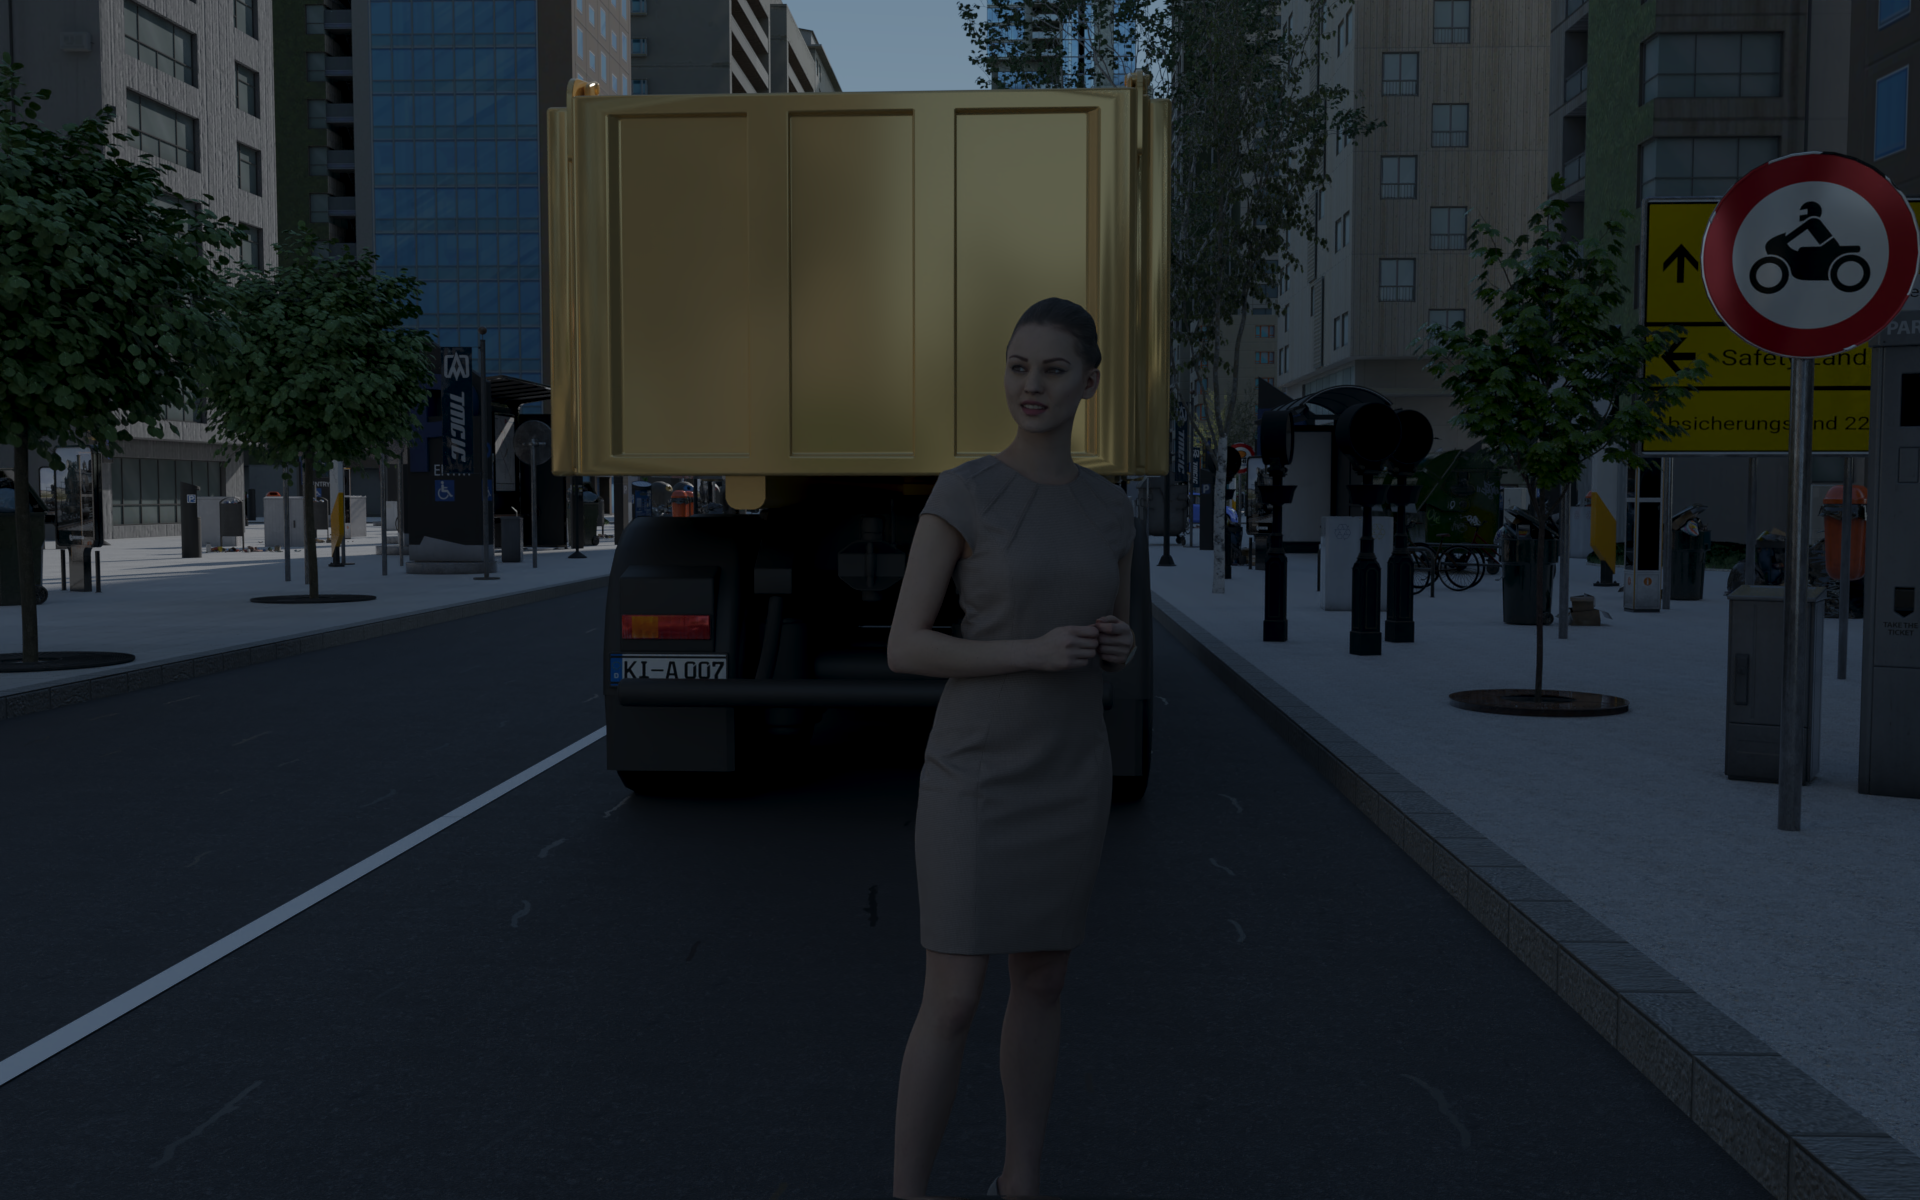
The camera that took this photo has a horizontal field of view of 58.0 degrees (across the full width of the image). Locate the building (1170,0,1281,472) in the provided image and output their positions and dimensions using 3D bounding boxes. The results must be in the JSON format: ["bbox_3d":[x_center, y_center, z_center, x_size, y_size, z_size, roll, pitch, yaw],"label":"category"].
[{"bbox_3d":[33.734,-46.889,204.894,20.563,71.187,20.611,0,4,2],"label":"building"}]

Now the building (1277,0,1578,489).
[{"bbox_3d":[34.304,-31.514,104.494,27.495,52.752,28.713,0,4,2],"label":"building"}]

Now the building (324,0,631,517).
[{"bbox_3d":[-27.543,-27.566,100.809,14.600,45.320,14.200,0,4,2],"label":"building"}]

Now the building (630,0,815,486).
[{"bbox_3d":[-25.748,-33.218,166.821,21.300,48.544,21.600,0,4,2],"label":"building"}]

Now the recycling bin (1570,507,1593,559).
[{"bbox_3d":[12.582,-1.359,34.771,0.722,1.027,0.722,-1,4,-14],"label":"recycling bin"}]

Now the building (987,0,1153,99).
[{"bbox_3d":[15.801,-58.012,261.170,31.000,86.520,22.319,0,4,2],"label":"building"}]

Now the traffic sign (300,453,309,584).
[{"bbox_3d":[-9.282,-1.502,24.554,0.884,2.594,0.081,0,4,4],"label":"traffic sign"}]

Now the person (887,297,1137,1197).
[{"bbox_3d":[0.108,0.351,3.098,0.599,1.781,0.374,-2,4,-27],"label":"person"}]

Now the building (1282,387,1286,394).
[{"bbox_3d":[32.148,-29.294,129.064,14.600,45.320,14.200,0,4,2],"label":"building"}]

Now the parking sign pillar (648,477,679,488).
[{"bbox_3d":[-11.191,-4.703,65.367,1.447,3.967,1.447,3,4,37],"label":"parking sign pillar"}]

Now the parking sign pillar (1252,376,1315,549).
[{"bbox_3d":[7.382,-3.115,39.400,1.447,3.967,1.447,2,4,25],"label":"parking sign pillar"}]

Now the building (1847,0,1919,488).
[{"bbox_3d":[24.301,-23.007,26.269,14.600,45.320,14.200,0,4,2],"label":"building"}]

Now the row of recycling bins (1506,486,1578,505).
[{"bbox_3d":[29.228,-4.917,87.505,3.534,1.692,1.069,2,4,24],"label":"row of recycling bins"}]

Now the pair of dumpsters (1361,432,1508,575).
[{"bbox_3d":[8.007,-1.651,29.480,1.574,2.255,4.437,0,4,2],"label":"pair of dumpsters"}]

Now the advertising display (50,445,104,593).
[{"bbox_3d":[-11.577,-1.073,22.752,0.974,1.923,0.123,2,4,35],"label":"advertising display"}]

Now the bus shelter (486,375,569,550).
[{"bbox_3d":[-9.753,-2.812,37.265,1.731,3.624,6.357,0,4,2],"label":"bus shelter"}]

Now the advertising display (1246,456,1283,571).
[{"bbox_3d":[5.101,-1.459,29.068,0.123,1.923,0.974,-1,4,-21],"label":"advertising display"}]

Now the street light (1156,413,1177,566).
[{"bbox_3d":[3.140,-3.558,30.716,1.470,5.913,1.316,0,4,2],"label":"street light"}]

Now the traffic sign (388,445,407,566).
[{"bbox_3d":[-9.936,-1.880,30.750,0.884,2.594,0.081,0,4,7],"label":"traffic sign"}]

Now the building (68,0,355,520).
[{"bbox_3d":[-40.938,-20.172,101.519,14.107,30.474,14.160,0,4,2],"label":"building"}]

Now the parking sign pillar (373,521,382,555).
[{"bbox_3d":[-11.714,-2.959,36.849,1.447,3.967,1.447,-2,4,-24],"label":"parking sign pillar"}]

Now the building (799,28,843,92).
[{"bbox_3d":[-28.194,-37.569,203.487,27.495,52.752,28.713,0,4,2],"label":"building"}]

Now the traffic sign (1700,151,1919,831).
[{"bbox_3d":[3.172,-0.394,6.548,0.768,2.556,0.104,1,4,10],"label":"traffic sign"}]

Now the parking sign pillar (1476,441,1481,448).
[{"bbox_3d":[25.211,-5.964,85.976,1.447,3.967,1.447,1,4,23],"label":"parking sign pillar"}]

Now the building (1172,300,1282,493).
[{"bbox_3d":[37.352,-20.562,181.223,27.650,21.520,28.899,0,4,2],"label":"building"}]

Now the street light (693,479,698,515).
[{"bbox_3d":[-5.526,-4.101,39.600,1.470,5.913,1.316,0,4,2],"label":"street light"}]

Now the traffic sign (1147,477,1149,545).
[{"bbox_3d":[4.561,-2.441,42.035,0.606,2.300,0.079,0,4,4],"label":"traffic sign"}]

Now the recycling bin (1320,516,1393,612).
[{"bbox_3d":[4.401,-0.409,19.249,0.722,1.027,0.722,0,4,7],"label":"recycling bin"}]

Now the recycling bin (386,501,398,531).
[{"bbox_3d":[-19.750,-2.958,60.913,0.722,1.027,0.722,0,4,8],"label":"recycling bin"}]

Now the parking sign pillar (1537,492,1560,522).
[{"bbox_3d":[23.112,-4.818,67.242,1.447,3.967,1.447,0,4,-1],"label":"parking sign pillar"}]

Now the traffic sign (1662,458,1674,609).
[{"bbox_3d":[7.867,-1.169,19.218,0.768,2.556,0.104,1,4,11],"label":"traffic sign"}]

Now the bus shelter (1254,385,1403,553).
[{"bbox_3d":[7.280,-2.505,34.876,2.014,3.302,5.546,0,4,2],"label":"bus shelter"}]

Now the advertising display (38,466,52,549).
[{"bbox_3d":[-20.879,-2.147,40.313,0.974,1.923,0.123,-2,4,-28],"label":"advertising display"}]

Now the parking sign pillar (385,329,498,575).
[{"bbox_3d":[-8.297,-2.428,28.163,1.447,3.967,1.447,1,4,12],"label":"parking sign pillar"}]

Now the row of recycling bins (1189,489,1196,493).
[{"bbox_3d":[18.987,-8.086,139.311,3.534,1.692,1.069,-1,4,-10],"label":"row of recycling bins"}]

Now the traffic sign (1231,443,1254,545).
[{"bbox_3d":[6.955,-2.625,43.026,0.768,2.556,0.104,0,4,7],"label":"traffic sign"}]

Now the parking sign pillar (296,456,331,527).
[{"bbox_3d":[-25.199,-4.843,67.660,1.447,3.967,1.447,-2,4,-33],"label":"parking sign pillar"}]

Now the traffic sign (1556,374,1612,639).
[{"bbox_3d":[5.351,-0.929,15.289,0.768,2.556,0.104,1,4,10],"label":"traffic sign"}]

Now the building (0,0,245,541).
[{"bbox_3d":[-29.854,-17.250,53.740,14.107,30.474,14.160,0,4,2],"label":"building"}]

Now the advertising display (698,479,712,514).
[{"bbox_3d":[-7.231,-2.673,48.914,0.123,1.923,0.974,-2,4,-30],"label":"advertising display"}]

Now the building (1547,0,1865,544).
[{"bbox_3d":[24.291,-22.319,48.510,14.154,41.232,14.086,0,4,2],"label":"building"}]

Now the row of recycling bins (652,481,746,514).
[{"bbox_3d":[-8.802,-3.095,57.713,3.534,1.692,1.069,-2,4,-35],"label":"row of recycling bins"}]

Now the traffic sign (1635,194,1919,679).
[{"bbox_3d":[5.792,-1.103,11.913,2.265,3.308,0.079,0,4,3],"label":"traffic sign"}]

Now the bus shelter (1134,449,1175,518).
[{"bbox_3d":[7.478,-4.652,69.988,2.014,3.302,5.546,0,4,2],"label":"bus shelter"}]
